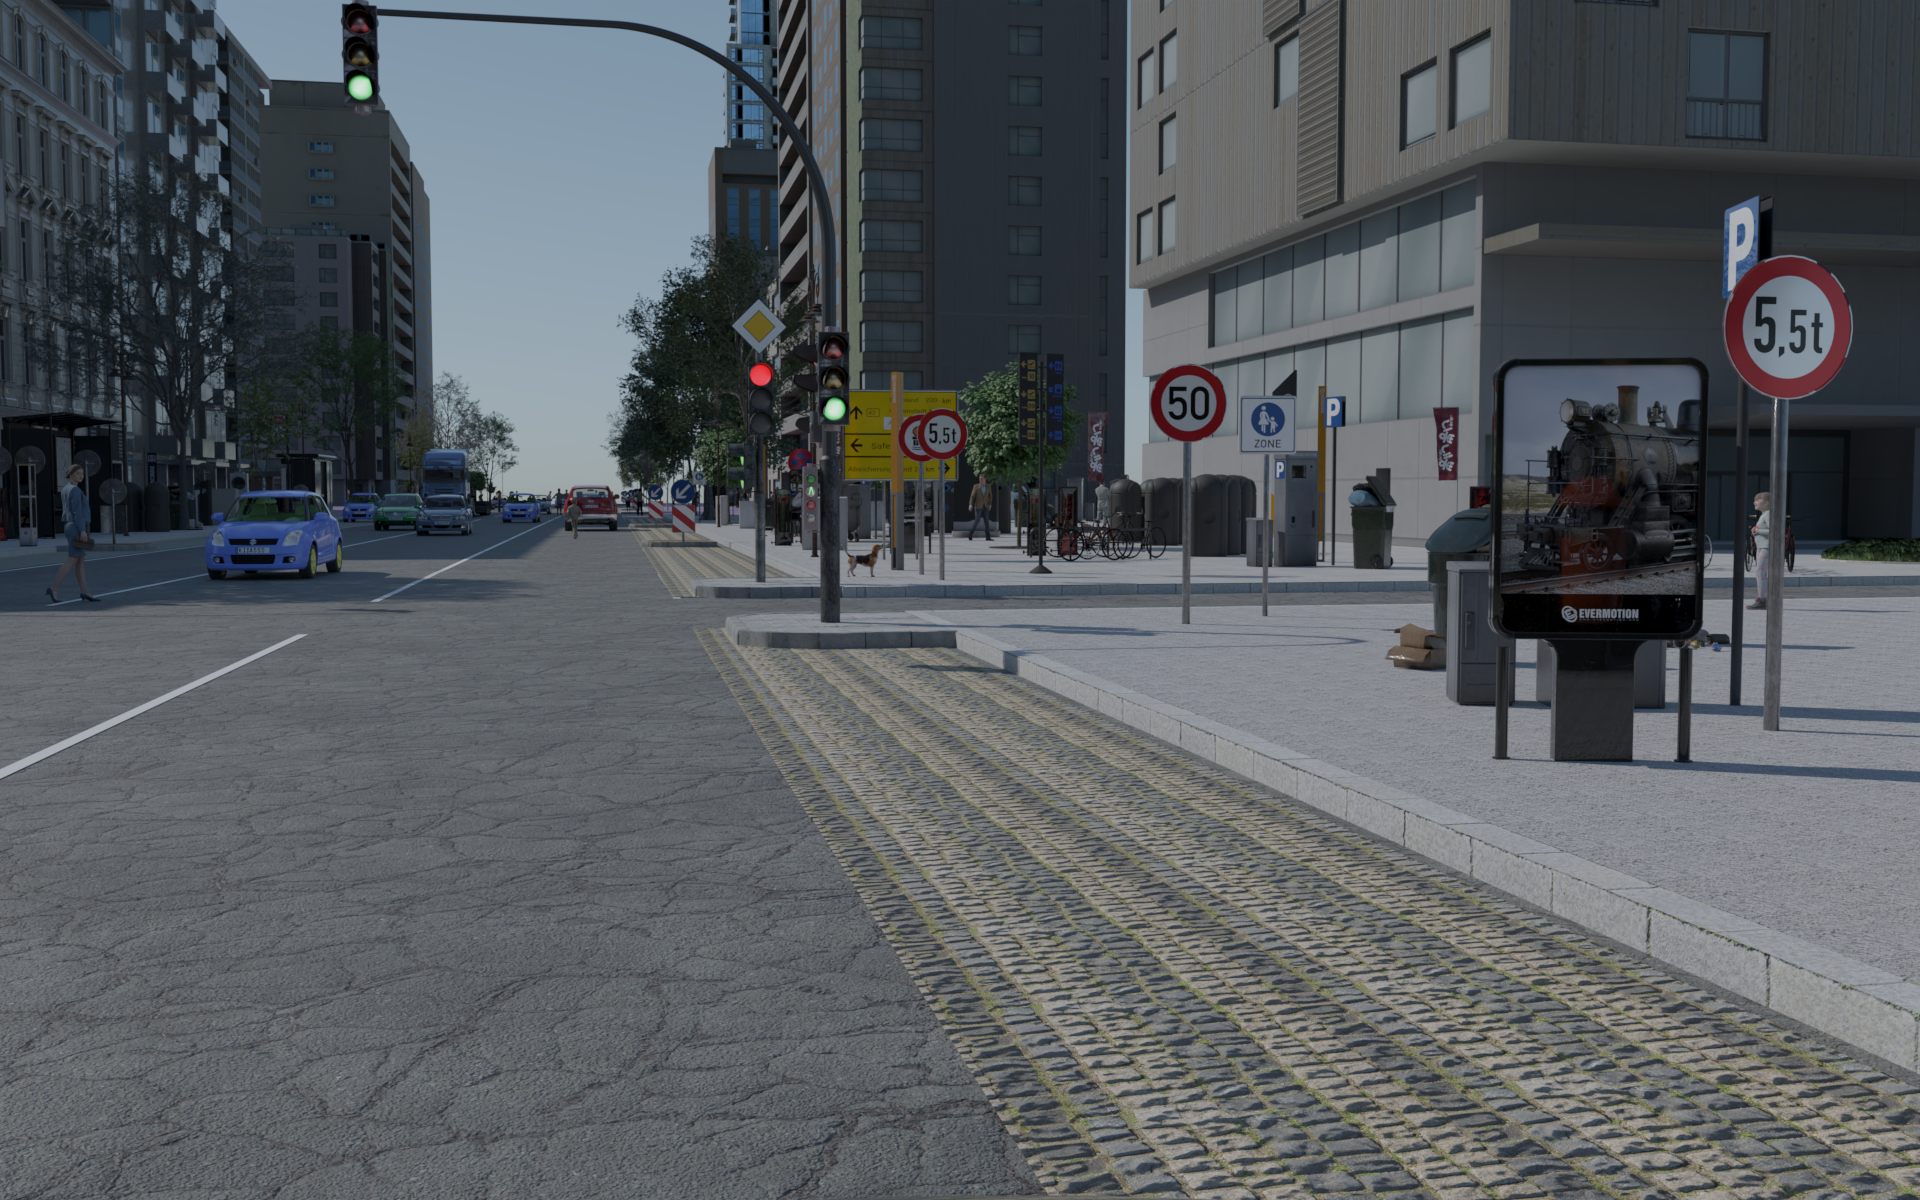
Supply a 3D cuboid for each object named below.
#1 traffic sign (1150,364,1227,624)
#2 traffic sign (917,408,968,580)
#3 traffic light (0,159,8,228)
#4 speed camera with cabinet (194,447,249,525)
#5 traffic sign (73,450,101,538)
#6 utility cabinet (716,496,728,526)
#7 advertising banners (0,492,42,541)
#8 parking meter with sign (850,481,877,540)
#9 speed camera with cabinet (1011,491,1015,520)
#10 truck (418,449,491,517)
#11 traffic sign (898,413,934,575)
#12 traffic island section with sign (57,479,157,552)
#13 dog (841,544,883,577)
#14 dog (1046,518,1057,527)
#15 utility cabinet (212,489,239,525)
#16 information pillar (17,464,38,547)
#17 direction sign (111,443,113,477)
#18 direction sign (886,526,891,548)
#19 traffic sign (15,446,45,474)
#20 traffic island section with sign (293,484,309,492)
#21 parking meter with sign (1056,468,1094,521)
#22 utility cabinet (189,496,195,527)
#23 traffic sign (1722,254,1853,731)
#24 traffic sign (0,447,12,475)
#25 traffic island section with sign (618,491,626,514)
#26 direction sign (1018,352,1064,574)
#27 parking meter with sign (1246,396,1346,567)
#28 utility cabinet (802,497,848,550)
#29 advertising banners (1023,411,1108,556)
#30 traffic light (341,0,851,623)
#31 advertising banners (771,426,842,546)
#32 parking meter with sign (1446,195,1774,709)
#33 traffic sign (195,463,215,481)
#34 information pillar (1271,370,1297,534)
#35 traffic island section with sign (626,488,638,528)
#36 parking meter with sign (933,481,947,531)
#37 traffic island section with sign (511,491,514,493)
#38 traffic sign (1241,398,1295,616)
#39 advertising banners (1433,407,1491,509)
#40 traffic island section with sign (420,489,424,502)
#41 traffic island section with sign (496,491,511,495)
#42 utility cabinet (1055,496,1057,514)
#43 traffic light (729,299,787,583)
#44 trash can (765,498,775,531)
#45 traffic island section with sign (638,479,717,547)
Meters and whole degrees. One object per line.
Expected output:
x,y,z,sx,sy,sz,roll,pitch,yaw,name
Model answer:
2.234,-1.035,17.035,0.768,2.556,0.104,0,4,-4,traffic sign
-0.267,-1.568,25.735,0.768,2.556,0.104,-1,4,-11,traffic sign
-15.055,-2.933,22.626,4.771,5.953,1.251,-1,4,-11,traffic light
-30.572,-4.731,71.692,2.038,3.252,0.660,-1,4,-17,speed camera with cabinet
-25.126,-3.042,49.846,0.768,2.556,0.104,0,4,-4,traffic sign
-9.735,-3.641,70.686,0.306,1.237,1.020,-1,4,-20,utility cabinet
-26.203,-3.114,47.110,2.074,3.025,0.090,-2,4,-29,advertising banners
-2.870,-3.250,49.397,0.543,3.016,1.738,-3,4,-37,parking meter with sign
1.974,-5.573,85.460,2.038,3.252,0.660,0,4,-8,speed camera with cabinet
-31.606,-7.306,109.205,2.967,4.110,18.799,-1,4,-10,truck
-0.609,-1.675,27.485,0.768,2.556,0.104,0,4,-7,traffic sign
-21.512,-2.153,43.822,1.989,1.847,2.006,-1,4,-11,traffic island section with sign
-1.513,-0.613,26.855,0.540,0.507,0.406,-2,4,-32,dog
3.588,-2.971,66.307,0.550,0.427,0.748,-2,4,-26,dog
-30.162,-3.811,70.985,1.173,1.500,0.318,0,4,6,utility cabinet
-22.805,-2.316,42.355,0.304,2.012,0.304,0,4,-5,information pillar
-38.301,-5.226,77.440,0.876,3.537,0.379,0,4,3,direction sign
-1.635,-3.005,41.124,0.876,3.537,0.379,1,4,8,direction sign
-24.608,-2.797,45.844,0.768,2.556,0.104,0,4,-6,traffic sign
-27.010,-3.810,70.929,1.989,1.847,2.006,-1,4,-11,traffic island section with sign
5.428,-5.204,81.344,1.738,3.016,0.543,1,4,15,parking meter with sign
-30.095,-3.404,66.812,1.020,1.237,0.306,-2,4,-31,utility cabinet
4.408,-0.564,9.331,0.768,2.556,0.104,-1,4,-10,traffic sign
-25.512,-2.799,45.872,0.768,2.556,0.104,0,4,-7,traffic sign
-23.119,-7.006,123.179,1.989,1.847,2.006,-1,4,-11,traffic island section with sign
1.306,-2.195,27.893,0.876,3.537,0.379,-2,4,-33,direction sign
5.939,-2.108,30.730,1.738,3.016,0.543,-1,4,-22,parking meter with sign
-3.096,-1.744,39.676,1.020,1.237,0.306,0,4,1,utility cabinet
2.231,-2.452,36.283,2.074,3.025,0.090,-2,4,-28,advertising banners
-3.361,-2.570,16.681,4.771,5.953,1.251,-1,4,-11,traffic light
-3.775,-2.883,43.327,2.074,3.025,0.090,-2,4,-31,advertising banners
3.884,-0.870,10.486,1.738,3.016,0.543,0,4,4,parking meter with sign
-30.650,-4.293,70.294,0.768,2.556,0.104,-1,4,-9,traffic sign
6.148,-2.536,32.824,0.504,3.616,0.183,3,4,35,information pillar
-13.075,-3.980,73.702,1.989,1.847,2.006,-1,4,-11,traffic island section with sign
-0.828,-3.964,61.067,1.738,3.016,0.543,3,5,42,parking meter with sign
-58.846,-13.398,227.689,1.989,1.847,2.006,-1,4,-11,traffic island section with sign
3.201,-0.978,18.112,0.606,2.300,0.079,0,4,-5,traffic sign
10.429,-2.343,34.493,2.074,3.025,0.090,2,4,31,advertising banners
-36.834,-6.767,119.272,1.989,1.847,2.006,-1,4,-11,traffic island section with sign
-53.346,-11.740,200.577,1.989,1.847,2.006,-1,4,-11,traffic island section with sign
5.217,-4.581,86.066,1.020,1.237,0.306,-2,4,-32,utility cabinet
-2.917,-2.210,25.061,0.839,4.253,0.868,-1,4,-11,traffic light
-6.801,-3.013,60.914,0.748,1.137,0.748,0,3,0,trash can
-7.676,-2.357,47.172,1.989,1.847,2.006,-1,4,-11,traffic island section with sign
